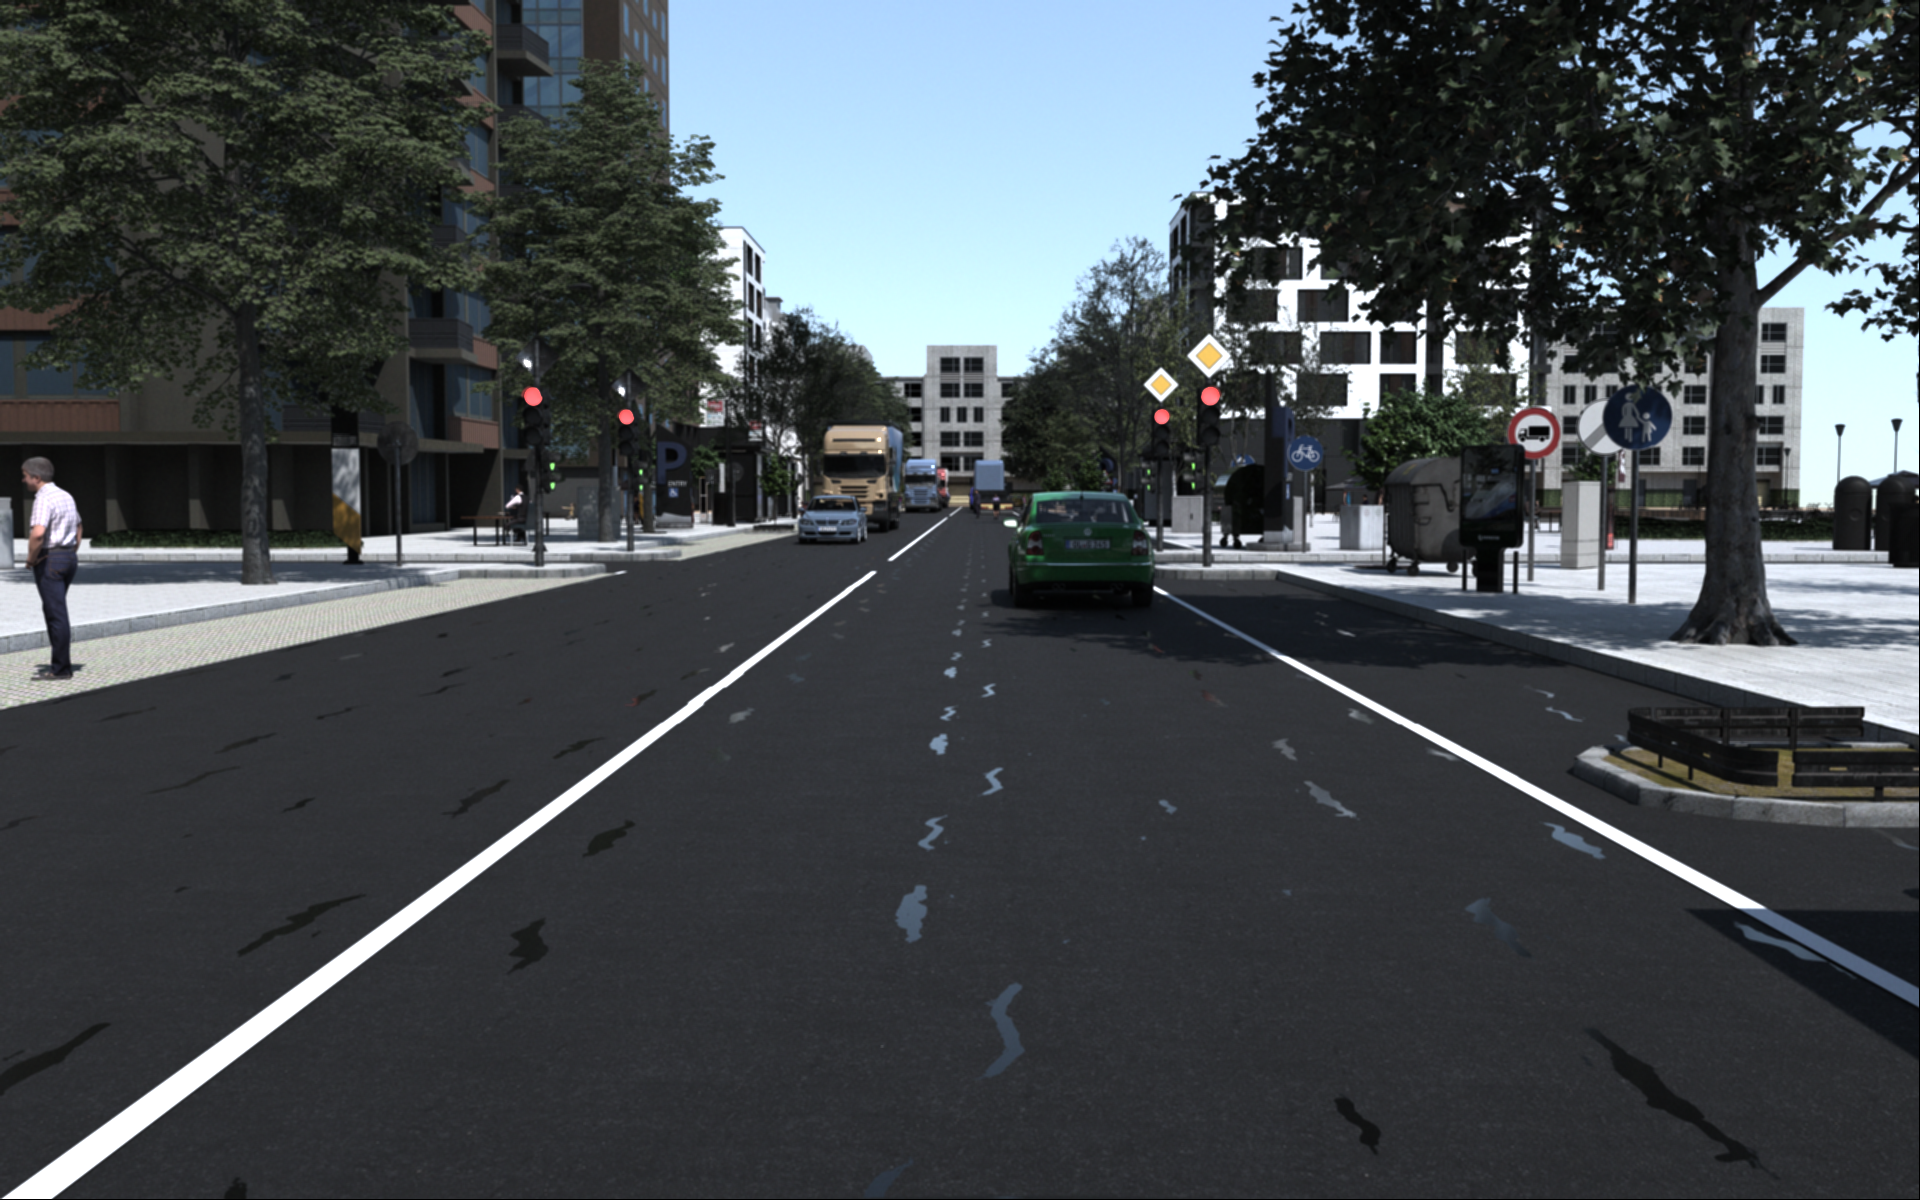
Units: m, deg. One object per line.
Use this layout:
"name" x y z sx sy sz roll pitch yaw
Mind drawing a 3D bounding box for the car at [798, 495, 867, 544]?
"car" -3.713 -2.381 50.932 2.014 1.417 4.499 0 4 1

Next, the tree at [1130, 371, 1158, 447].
"tree" 11.463 -9.030 98.007 4.360 8.622 3.978 0 3 0

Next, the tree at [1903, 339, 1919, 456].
"tree" 61.497 -12.209 101.431 13.155 14.587 18.604 0 4 -1

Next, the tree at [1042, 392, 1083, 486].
"tree" 7.571 -10.131 115.997 4.737 8.622 4.395 0 3 0

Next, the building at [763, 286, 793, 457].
"building" -23.843 -18.807 163.909 16.016 20.091 11.380 0 4 1

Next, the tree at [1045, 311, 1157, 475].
"tree" 8.844 -11.546 106.901 7.486 12.596 7.792 0 3 0

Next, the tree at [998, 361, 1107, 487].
"tree" 7.825 -14.155 148.441 9.611 12.733 9.660 0 3 0

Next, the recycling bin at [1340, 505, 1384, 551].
"recycling bin" 9.175 -1.653 39.579 0.722 1.027 0.722 -2 4 -30

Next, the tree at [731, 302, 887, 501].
"tree" -9.695 -12.322 111.838 12.009 13.543 11.850 0 3 0

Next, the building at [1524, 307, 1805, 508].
"building" 64.031 -18.713 172.419 31.486 18.905 16.747 0 4 1

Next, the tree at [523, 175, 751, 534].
"tree" -10.253 -7.980 56.223 9.928 11.665 9.643 0 3 0

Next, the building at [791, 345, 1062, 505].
"building" -3.902 -21.242 213.769 31.486 18.905 16.747 0 4 1

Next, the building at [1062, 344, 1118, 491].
"building" 27.899 -21.193 212.967 31.486 18.905 16.747 0 4 1

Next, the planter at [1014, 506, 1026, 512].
"planter" 5.882 -8.960 167.629 1.991 0.319 1.994 0 4 1

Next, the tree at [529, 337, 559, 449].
"tree" -20.529 -7.888 79.334 4.737 8.622 4.395 0 3 0

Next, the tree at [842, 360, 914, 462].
"tree" -8.440 -15.501 160.104 9.857 13.997 8.962 0 3 0

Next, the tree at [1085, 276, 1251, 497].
"tree" 7.427 -6.608 58.398 4.737 8.622 4.395 0 3 0

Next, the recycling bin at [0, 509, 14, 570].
"recycling bin" -16.534 -1.026 29.331 0.722 1.027 0.722 3 5 42

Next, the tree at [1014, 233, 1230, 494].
"tree" 7.726 -10.433 80.953 12.009 13.543 11.850 0 3 0

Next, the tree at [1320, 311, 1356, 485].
"tree" 13.412 -7.120 66.775 4.360 8.622 3.978 0 3 0

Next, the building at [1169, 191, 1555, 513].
"building" 29.737 -17.699 133.357 27.936 21.610 32.646 0 4 1

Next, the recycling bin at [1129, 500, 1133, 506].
"recycling bin" 7.193 -3.904 76.392 0.722 1.027 0.722 3 5 42

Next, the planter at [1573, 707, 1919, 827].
"planter" 4.118 0.777 8.431 1.991 0.319 1.994 0 4 1

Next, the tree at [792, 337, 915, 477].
"tree" -8.793 -12.610 124.298 7.486 12.596 7.792 0 3 0

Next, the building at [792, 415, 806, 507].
"building" -30.151 -14.386 177.360 28.070 9.664 9.099 0 4 1

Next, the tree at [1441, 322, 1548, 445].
"tree" 20.675 -7.206 68.181 4.737 8.622 4.395 0 3 0

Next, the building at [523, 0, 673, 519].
"building" -24.269 -27.278 96.105 14.600 45.320 14.200 0 4 1

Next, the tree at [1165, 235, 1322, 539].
"tree" 7.601 -5.939 47.467 4.360 8.622 3.978 0 3 0

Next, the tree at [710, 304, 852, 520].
"tree" -8.821 -9.196 84.763 7.601 10.594 8.767 1 4 9

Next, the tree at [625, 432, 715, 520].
"tree" -15.010 -6.294 86.624 4.285 4.588 4.351 0 3 0

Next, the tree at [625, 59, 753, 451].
"tree" -9.299 -7.774 45.228 7.486 12.596 7.792 0 3 0

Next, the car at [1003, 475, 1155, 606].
"car" 1.571 -0.897 23.466 1.959 1.807 4.718 0 3 0

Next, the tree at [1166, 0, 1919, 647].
"tree" 6.589 -5.975 14.692 9.611 12.733 9.660 0 3 0

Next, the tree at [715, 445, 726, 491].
"tree" -14.299 -7.123 100.177 4.285 4.588 4.351 0 3 0

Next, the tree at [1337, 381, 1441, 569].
"tree" 7.218 -2.154 29.822 1.663 3.219 1.824 0 3 0

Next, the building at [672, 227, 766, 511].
"building" -30.514 -17.526 130.521 27.936 21.610 32.646 0 4 1

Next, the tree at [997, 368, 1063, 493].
"tree" 8.670 -16.399 174.775 9.857 13.997 8.962 0 3 0

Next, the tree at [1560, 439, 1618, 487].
"tree" 19.313 -3.540 52.475 1.663 3.219 1.824 0 3 0

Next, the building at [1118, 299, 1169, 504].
"building" 25.050 -18.298 165.633 16.747 18.905 31.486 0 4 1

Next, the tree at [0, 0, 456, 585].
"tree" -10.063 -6.467 23.865 7.486 12.596 7.792 0 3 0

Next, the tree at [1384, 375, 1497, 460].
"tree" 12.840 -3.929 47.945 4.285 4.588 4.351 0 3 0

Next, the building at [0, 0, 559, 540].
"building" -27.166 -24.846 60.854 22.147 44.769 28.867 0 4 1
